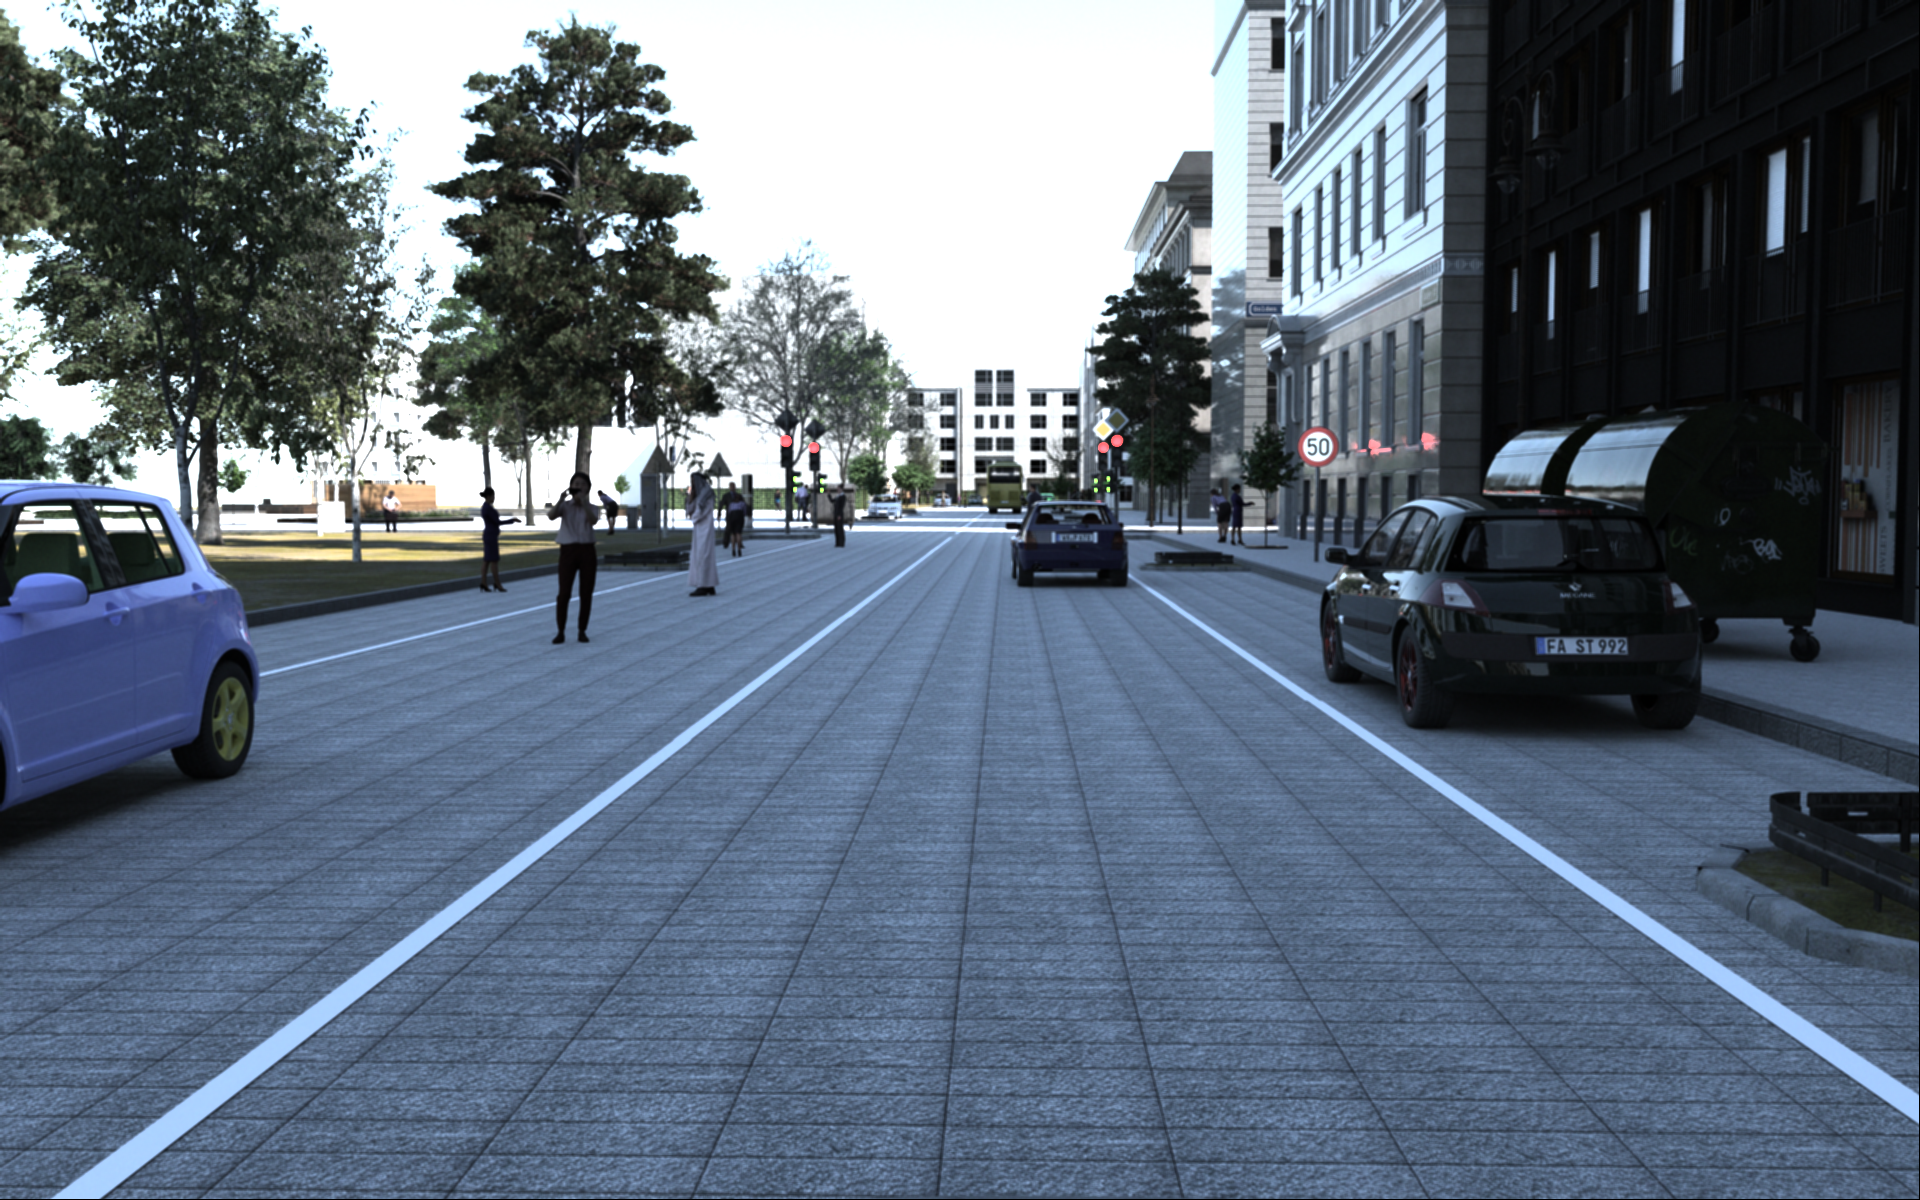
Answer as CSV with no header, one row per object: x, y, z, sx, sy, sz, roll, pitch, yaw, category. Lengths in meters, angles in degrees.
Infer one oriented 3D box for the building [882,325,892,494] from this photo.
-15.372,-20.337,188.932,16.016,20.091,11.380,0,4,2,building

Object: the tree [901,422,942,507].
-4.169,-13.722,174.724,4.360,8.622,3.978,0,3,0,tree

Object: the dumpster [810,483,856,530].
-5.067,-3.718,69.008,1.865,1.857,1.264,0,3,0,dumpster

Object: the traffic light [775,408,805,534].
-5.556,-4.075,55.870,0.839,4.213,0.868,0,4,2,traffic light

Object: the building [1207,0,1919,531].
25.695,-17.907,70.276,29.804,29.767,11.434,0,4,2,building

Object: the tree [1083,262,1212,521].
9.166,-9.774,81.860,6.751,12.117,7.091,0,3,0,tree

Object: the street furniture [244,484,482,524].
-25.657,-4.425,79.200,9.812,1.723,11.010,2,4,26,street furniture

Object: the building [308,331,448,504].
-69.218,-21.417,206.590,11.380,20.091,16.016,0,4,2,building

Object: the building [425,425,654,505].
-49.412,-16.352,209.510,28.070,9.664,9.099,0,4,2,building

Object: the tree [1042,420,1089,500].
10.575,-13.533,171.622,4.360,8.622,3.978,0,3,0,tree

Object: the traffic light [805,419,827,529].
-5.332,-4.563,63.852,0.839,4.213,0.868,0,4,2,traffic light

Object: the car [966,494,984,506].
1.847,-12.068,209.116,2.131,1.459,4.920,0,4,1,car

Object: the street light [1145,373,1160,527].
7.357,-5.725,66.387,0.468,5.910,1.993,0,4,2,street light

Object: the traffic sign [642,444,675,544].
-7.762,-2.727,44.591,0.884,2.594,0.081,0,4,6,traffic sign

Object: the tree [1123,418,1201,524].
8.685,-5.554,74.515,4.285,4.588,4.351,0,3,0,tree

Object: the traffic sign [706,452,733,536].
-7.418,-3.258,53.271,0.884,2.594,0.081,1,4,9,traffic sign

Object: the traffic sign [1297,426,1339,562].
6.750,-1.995,32.717,0.768,2.556,0.104,0,4,8,traffic sign

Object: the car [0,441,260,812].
-4.526,0.129,7.482,1.945,1.707,3.694,0,4,0,car

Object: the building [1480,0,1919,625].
15.739,-11.885,23.999,12.332,23.373,15.834,0,4,2,building

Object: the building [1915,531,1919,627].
14.233,-13.674,1.061,11.434,29.767,29.804,0,4,2,building

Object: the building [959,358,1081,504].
16.229,-22.467,233.791,31.486,18.905,16.747,0,4,2,building

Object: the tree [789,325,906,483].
-7.193,-11.094,107.136,9.928,11.665,9.643,0,3,0,tree

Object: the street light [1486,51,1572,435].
6.088,-2.809,18.709,0.468,5.910,1.993,0,4,2,street light

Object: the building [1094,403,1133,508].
17.210,-12.995,154.616,9.099,9.664,28.070,0,4,2,building

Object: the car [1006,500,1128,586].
1.735,-0.955,28.196,1.945,1.354,3.894,0,4,0,car

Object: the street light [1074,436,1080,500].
9.275,-10.100,137.923,0.468,5.910,1.993,0,4,2,street light

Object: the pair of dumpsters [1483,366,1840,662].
5.975,-0.778,15.211,1.574,2.255,4.436,0,4,2,pair of dumpsters

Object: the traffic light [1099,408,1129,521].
5.002,-4.058,55.591,0.839,4.213,0.868,0,4,2,traffic light

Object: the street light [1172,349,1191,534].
7.026,-5.039,55.169,0.468,5.910,1.993,0,4,2,street light

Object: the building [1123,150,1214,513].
20.577,-17.715,122.919,16.112,22.955,30.059,0,4,2,building

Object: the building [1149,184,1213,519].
16.769,-14.305,98.506,10.561,19.102,19.286,0,4,2,building

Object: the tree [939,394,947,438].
-6.212,-13.435,130.027,12.009,13.543,11.850,0,3,0,tree

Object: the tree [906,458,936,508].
-4.884,-10.735,159.236,4.285,4.588,4.351,0,3,0,tree

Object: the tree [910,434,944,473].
-4.250,-15.787,208.481,4.737,8.622,4.395,0,3,0,tree

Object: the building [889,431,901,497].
-21.316,-16.304,208.713,28.070,9.664,9.099,0,4,2,building

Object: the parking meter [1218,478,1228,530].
9.541,-3.490,62.774,0.255,1.863,0.399,-1,4,-12,parking meter

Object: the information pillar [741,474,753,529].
-7.872,-3.646,64.101,0.304,2.012,0.304,3,5,44,information pillar

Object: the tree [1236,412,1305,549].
7.369,-2.831,40.882,1.663,3.219,1.824,0,3,0,tree

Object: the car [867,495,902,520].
-4.267,-5.317,98.933,2.014,1.417,4.499,0,4,2,car

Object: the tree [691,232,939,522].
-7.803,-10.407,80.528,12.009,13.543,11.850,0,3,0,tree

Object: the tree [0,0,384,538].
-8.860,-4.243,19.731,4.737,8.622,4.395,0,3,0,tree

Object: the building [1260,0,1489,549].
15.563,-15.650,41.790,13.634,28.700,20.117,0,4,2,building

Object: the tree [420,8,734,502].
-8.665,-7.195,39.687,6.751,12.117,7.091,0,3,0,tree

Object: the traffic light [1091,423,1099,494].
5.226,-4.546,63.573,0.839,4.213,0.868,0,4,2,traffic light

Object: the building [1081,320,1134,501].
22.196,-19.417,183.928,16.747,18.905,31.486,0,4,2,building

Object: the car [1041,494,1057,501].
7.694,-8.924,154.708,1.959,1.807,4.718,0,4,2,car

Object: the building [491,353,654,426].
-47.378,-24.280,240.948,32.646,21.610,27.936,0,4,2,building

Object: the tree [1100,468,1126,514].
10.030,-7.267,113.411,1.663,3.219,1.824,0,3,0,tree

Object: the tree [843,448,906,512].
-6.639,-8.488,122.495,4.285,4.588,4.351,0,3,0,tree

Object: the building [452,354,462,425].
-69.547,-23.201,235.750,11.380,20.091,16.016,0,4,2,building

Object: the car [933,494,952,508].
-1.856,-10.619,185.615,2.014,1.417,4.499,0,4,3,car

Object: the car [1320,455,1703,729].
3.627,-0.133,11.964,2.009,1.686,4.222,0,4,2,car

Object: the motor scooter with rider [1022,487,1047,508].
2.383,-2.788,54.556,0.876,1.779,1.986,0,4,1,motor scooter with rider

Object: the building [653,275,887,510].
-15.996,-17.688,155.655,16.747,18.905,31.486,0,4,2,building

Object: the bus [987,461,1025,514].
3.397,-8.439,129.517,2.896,3.916,12.252,0,4,2,bus

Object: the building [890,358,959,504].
-15.491,-22.494,234.240,31.486,18.905,16.747,0,4,2,building

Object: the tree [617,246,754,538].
-8.369,-6.084,49.836,4.360,8.622,3.978,0,3,0,tree
